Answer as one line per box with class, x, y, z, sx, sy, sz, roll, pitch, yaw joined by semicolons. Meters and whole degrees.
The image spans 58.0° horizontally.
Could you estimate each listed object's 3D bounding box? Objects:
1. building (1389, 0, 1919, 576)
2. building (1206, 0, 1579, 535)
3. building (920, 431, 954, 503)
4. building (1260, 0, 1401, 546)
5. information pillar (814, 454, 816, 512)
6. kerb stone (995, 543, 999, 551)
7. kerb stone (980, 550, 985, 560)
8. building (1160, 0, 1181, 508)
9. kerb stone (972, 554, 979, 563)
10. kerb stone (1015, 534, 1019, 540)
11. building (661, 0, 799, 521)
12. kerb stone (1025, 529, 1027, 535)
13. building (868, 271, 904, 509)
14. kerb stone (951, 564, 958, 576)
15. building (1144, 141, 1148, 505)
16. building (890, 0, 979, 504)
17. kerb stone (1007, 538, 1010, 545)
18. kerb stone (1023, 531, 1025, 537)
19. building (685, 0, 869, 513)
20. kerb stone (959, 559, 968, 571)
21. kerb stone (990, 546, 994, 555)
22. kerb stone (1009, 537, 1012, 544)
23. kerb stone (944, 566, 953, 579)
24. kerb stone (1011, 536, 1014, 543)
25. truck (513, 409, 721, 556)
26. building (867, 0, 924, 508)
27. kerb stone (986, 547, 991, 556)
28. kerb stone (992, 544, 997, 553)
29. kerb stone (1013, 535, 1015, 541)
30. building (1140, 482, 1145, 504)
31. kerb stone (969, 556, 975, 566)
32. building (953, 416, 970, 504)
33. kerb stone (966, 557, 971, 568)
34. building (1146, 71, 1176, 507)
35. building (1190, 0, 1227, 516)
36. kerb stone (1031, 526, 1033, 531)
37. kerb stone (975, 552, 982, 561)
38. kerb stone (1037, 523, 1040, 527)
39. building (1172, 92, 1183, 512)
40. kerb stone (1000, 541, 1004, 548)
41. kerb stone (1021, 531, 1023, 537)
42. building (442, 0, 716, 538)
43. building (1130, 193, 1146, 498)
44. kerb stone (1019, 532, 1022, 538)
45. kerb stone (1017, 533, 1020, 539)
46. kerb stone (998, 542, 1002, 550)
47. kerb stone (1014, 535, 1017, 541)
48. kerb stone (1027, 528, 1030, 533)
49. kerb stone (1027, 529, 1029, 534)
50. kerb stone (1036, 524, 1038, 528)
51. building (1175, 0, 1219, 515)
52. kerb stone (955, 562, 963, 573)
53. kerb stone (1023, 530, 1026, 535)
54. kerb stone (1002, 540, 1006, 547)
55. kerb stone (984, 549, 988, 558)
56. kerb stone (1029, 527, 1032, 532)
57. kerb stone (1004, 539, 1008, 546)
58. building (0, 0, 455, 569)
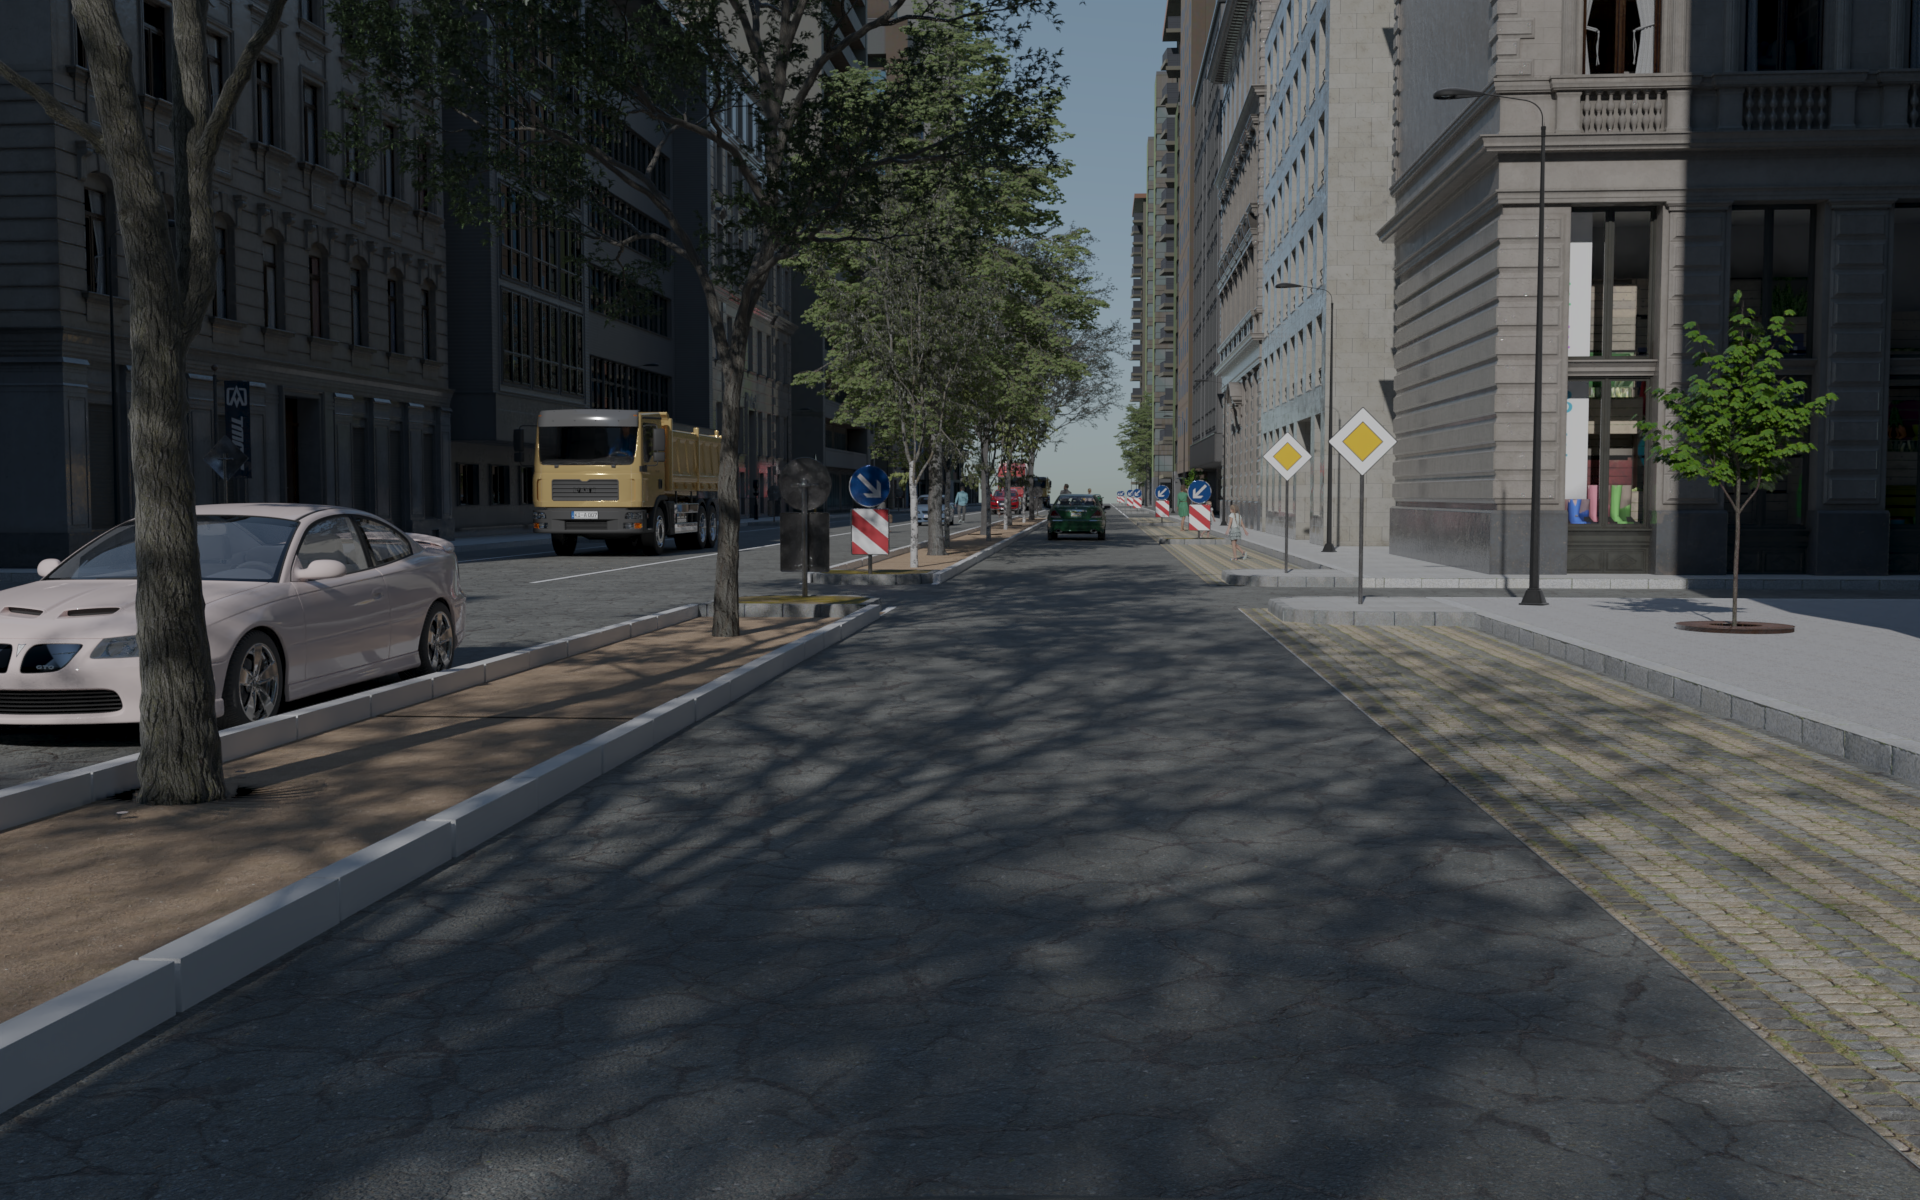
building;18.017;-12.355;30.886;19.941;23.489;11.050;0;4;5
building;15.876;-14.663;68.616;11.050;23.489;19.941;0;4;5
building;-8.267;-25.905;195.250;14.160;30.474;14.107;0;4;5
building;14.781;-11.938;49.942;10.420;20.320;16.860;0;4;5
information pillar;-8.402;-6.682;100.604;0.183;3.616;0.504;0;4;1
kerb stone;0.820;-1.244;42.599;0.120;0.150;1.000;0;4;5
kerb stone;0.400;-0.935;37.492;0.120;0.150;1.000;0;4;5
building;28.354;-30.172;147.943;22.147;44.769;28.867;0;4;5
kerb stone;0.234;-0.806;35.444;0.120;0.150;1.000;0;4;5
kerb stone;1.630;-1.874;52.830;0.120;0.150;1.000;0;4;5
building;-16.492;-17.929;90.397;12.463;27.353;25.104;0;4;5
kerb stone;2.125;-2.249;58.963;0.120;0.150;1.000;0;4;5
building;-19.948;-18.143;141.678;27.650;21.520;28.899;0;4;5
kerb stone;-0.171;-0.497;30.328;0.120;0.150;1.000;0;4;5
building;28.495;-31.613;200.473;14.154;41.232;14.086;0;4;5
building;-7.819;-49.129;241.514;20.563;71.187;20.611;0;4;5
kerb stone;1.218;-1.561;47.721;0.120;0.150;1.000;0;4;5
kerb stone;1.956;-2.124;56.926;0.120;0.150;1.000;0;4;5
building;-18.101;-30.075;115.424;21.300;48.544;21.600;0;4;5
kerb stone;-0.002;-0.622;32.368;0.120;0.150;1.000;0;4;5
kerb stone;0.650;-1.119;40.557;0.120;0.150;1.000;0;4;5
kerb stone;1.302;-1.623;48.739;0.120;0.150;1.000;0;4;5
kerb stone;-0.256;-0.432;29.303;0.120;0.150;1.000;0;4;5
kerb stone;1.384;-1.685;49.765;0.120;0.150;1.000;0;4;5
truck;-8.056;-2.848;42.484;3.469;3.379;9.791;0;4;4
building;-10.948;-31.297;161.812;14.600;45.320;14.200;0;4;5
kerb stone;0.561;-1.060;39.530;0.120;0.150;1.000;0;4;5
kerb stone;0.727;-1.185;41.576;0.120;0.150;1.000;0;4;5
kerb stone;1.465;-1.740;50.785;0.120;0.150;1.000;0;4;5
building;39.151;-32.236;218.939;32.217;40.220;23.993;0;4;5
kerb stone;0.157;-0.739;34.417;0.120;0.150;1.000;0;4;5
building;-10.295;-34.413;217.278;22.147;44.769;28.867;0;4;5
kerb stone;0.075;-0.685;33.387;0.120;0.150;1.000;0;4;5
building;26.033;-29.790;170.667;14.154;41.232;14.086;0;4;5
building;19.798;-18.147;90.203;14.314;27.812;24.014;0;4;5
kerb stone;2.527;-2.562;64.079;0.120;0.150;1.000;0;4;5
kerb stone;0.325;-0.873;36.473;0.120;0.150;1.000;0;4;5
kerb stone;3.102;-2.995;71.228;0.120;0.150;1.000;0;4;5
building;22.687;-21.750;127.315;14.160;30.474;14.107;0;4;5
kerb stone;0.975;-1.373;44.650;0.120;0.150;1.000;0;4;5
kerb stone;1.873;-2.060;55.895;0.120;0.150;1.000;0;4;5
building;-18.977;-14.880;62.347;14.314;24.678;30.058;0;4;5
building;35.399;-36.181;246.181;22.147;44.769;28.867;0;4;5
kerb stone;1.788;-1.999;54.877;0.120;0.150;1.000;0;4;5
kerb stone;1.706;-1.934;53.852;0.120;0.150;1.000;0;4;5
kerb stone;0.899;-1.310;43.618;0.120;0.150;1.000;0;4;5
kerb stone;1.541;-1.804;51.804;0.120;0.150;1.000;0;4;5
kerb stone;2.284;-2.374;61.004;0.120;0.150;1.000;0;4;5
kerb stone;2.206;-2.311;59.982;0.120;0.150;1.000;0;4;5
kerb stone;2.931;-2.874;69.190;0.120;0.150;1.000;0;4;5
building;21.581;-28.298;112.777;14.600;45.320;14.200;0;4;5
kerb stone;-0.084;-0.556;31.350;0.120;0.150;1.000;0;4;5
kerb stone;2.036;-2.183;57.945;0.120;0.150;1.000;0;4;5
kerb stone;1.055;-1.436;45.671;0.120;0.150;1.000;0;4;5
kerb stone;0.477;-0.995;38.512;0.120;0.150;1.000;0;4;5
kerb stone;2.449;-2.495;63.058;0.120;0.150;1.000;0;4;5
kerb stone;1.136;-1.498;46.695;0.120;0.150;1.000;0;4;5
building;-19.210;-11.568;38.284;9.793;20.994;18.267;0;4;5
